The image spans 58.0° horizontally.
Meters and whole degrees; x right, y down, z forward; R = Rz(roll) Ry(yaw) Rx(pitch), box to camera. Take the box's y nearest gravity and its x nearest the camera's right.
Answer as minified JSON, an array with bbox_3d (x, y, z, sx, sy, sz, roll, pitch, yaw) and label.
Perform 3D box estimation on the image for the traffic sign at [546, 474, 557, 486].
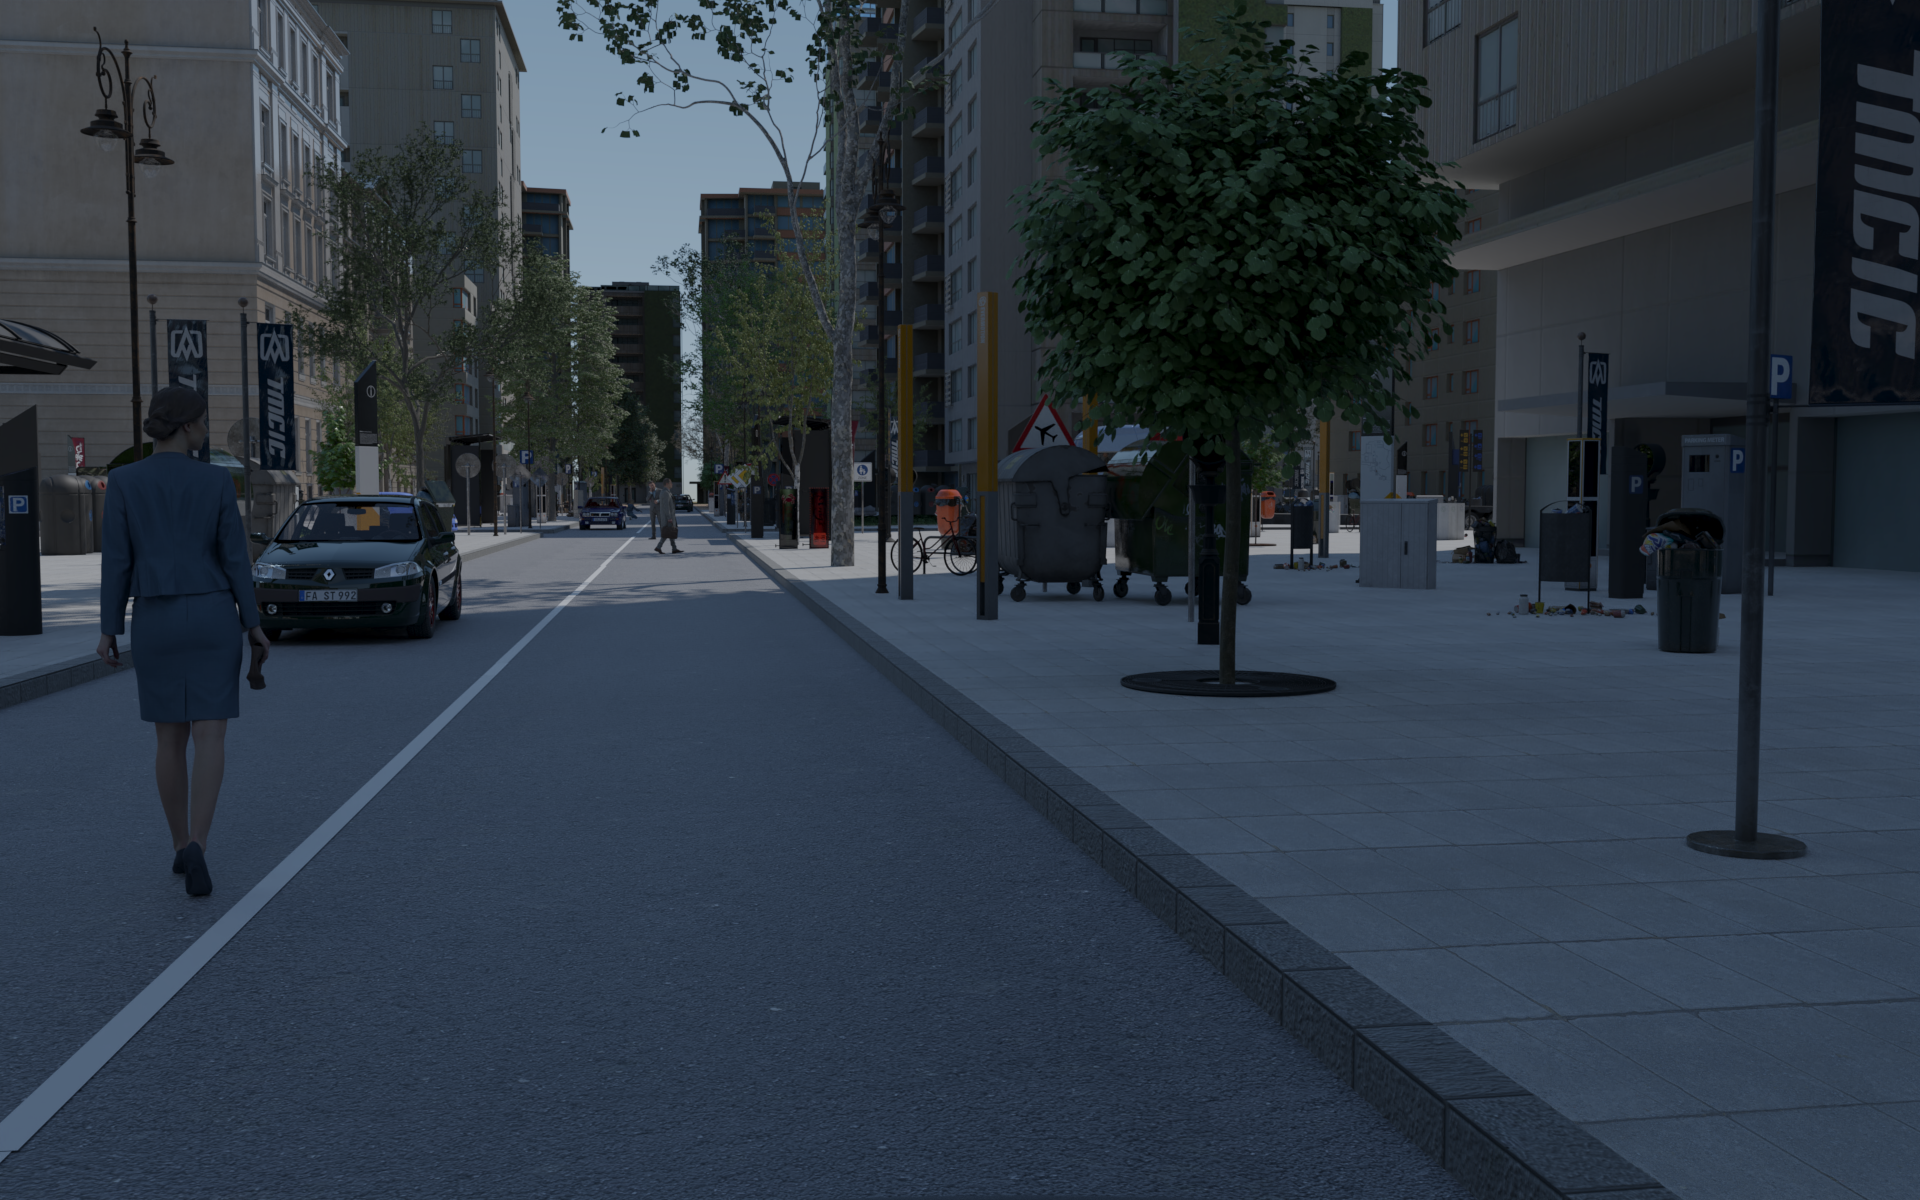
[{"bbox_3d":[-21.202,-5.361,89.783,0.606,2.300,0.079,0,4,-5],"label":"traffic sign"}]

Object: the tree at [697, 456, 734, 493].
[{"bbox_3d":[-20.751,-10.114,149.076,4.285,4.588,4.351,0,3,0],"label":"tree"}]

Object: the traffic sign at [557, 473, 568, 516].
[{"bbox_3d":[-23.657,-6.288,102.920,0.768,2.556,0.104,0,4,-3],"label":"traffic sign"}]

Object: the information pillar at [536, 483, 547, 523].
[{"bbox_3d":[-18.301,-4.356,75.712,0.304,2.012,0.304,2,4,26],"label":"information pillar"}]

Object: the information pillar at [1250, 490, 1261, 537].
[{"bbox_3d":[8.736,-2.868,51.385,0.304,2.012,0.304,-1,4,-11],"label":"information pillar"}]

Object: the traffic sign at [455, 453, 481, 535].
[{"bbox_3d":[-15.320,-3.293,53.955,0.768,2.556,0.104,0,4,-4],"label":"traffic sign"}]

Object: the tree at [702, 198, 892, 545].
[{"bbox_3d":[-4.202,-5.707,43.667,4.737,8.622,4.395,0,3,0],"label":"tree"}]

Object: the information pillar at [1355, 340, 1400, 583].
[{"bbox_3d":[5.952,-2.043,24.762,0.504,3.616,0.183,3,5,40],"label":"information pillar"}]

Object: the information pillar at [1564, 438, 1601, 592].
[{"bbox_3d":[8.232,-1.127,22.911,0.304,2.012,0.304,-1,4,-21],"label":"information pillar"}]

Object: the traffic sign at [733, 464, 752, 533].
[{"bbox_3d":[-7.115,-3.287,57.388,0.795,2.450,0.064,-1,4,-9],"label":"traffic sign"}]

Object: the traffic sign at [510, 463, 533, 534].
[{"bbox_3d":[-14.269,-3.218,56.250,0.795,2.450,0.064,-1,4,-9],"label":"traffic sign"}]

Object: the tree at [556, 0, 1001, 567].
[{"bbox_3d":[-1.461,-10.745,31.570,12.611,20.169,13.585,0,3,0],"label":"tree"}]

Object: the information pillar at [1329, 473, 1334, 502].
[{"bbox_3d":[12.681,-3.378,59.721,0.304,2.012,0.304,3,5,42],"label":"information pillar"}]

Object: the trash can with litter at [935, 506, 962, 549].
[{"bbox_3d":[-0.266,-1.775,40.404,0.624,1.170,1.055,0,3,0],"label":"trash can with litter"}]

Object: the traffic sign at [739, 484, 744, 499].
[{"bbox_3d":[-13.288,-6.356,106.054,0.606,2.300,0.079,0,4,-2],"label":"traffic sign"}]

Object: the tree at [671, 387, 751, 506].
[{"bbox_3d":[-27.529,-17.250,192.402,12.009,13.543,11.850,0,3,0],"label":"tree"}]

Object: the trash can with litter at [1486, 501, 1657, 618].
[{"bbox_3d":[6.803,-0.444,18.323,2.233,1.210,1.678,1,4,23],"label":"trash can with litter"}]

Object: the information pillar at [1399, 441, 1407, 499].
[{"bbox_3d":[19.525,-5.210,76.540,0.504,3.616,0.183,-1,4,-13],"label":"information pillar"}]

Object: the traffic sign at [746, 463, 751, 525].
[{"bbox_3d":[-8.590,-4.349,71.217,0.768,2.556,0.104,0,4,-3],"label":"traffic sign"}]

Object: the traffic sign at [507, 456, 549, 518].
[{"bbox_3d":[-23.027,-6.023,92.346,2.265,3.308,0.079,0,4,-3],"label":"traffic sign"}]

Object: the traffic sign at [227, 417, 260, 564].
[{"bbox_3d":[-11.749,-1.752,28.749,0.768,2.556,0.104,-1,4,-8],"label":"traffic sign"}]

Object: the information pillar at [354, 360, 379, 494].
[{"bbox_3d":[-10.331,-2.376,30.206,0.183,3.616,0.504,2,4,24],"label":"information pillar"}]

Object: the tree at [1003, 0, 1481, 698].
[{"bbox_3d":[1.755,-1.694,11.410,4.285,4.588,4.351,0,3,0],"label":"tree"}]

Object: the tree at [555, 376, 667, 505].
[{"bbox_3d":[-32.553,-14.918,160.922,9.611,12.733,9.660,0,3,0],"label":"tree"}]

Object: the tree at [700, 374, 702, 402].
[{"bbox_3d":[-11.123,-8.360,87.054,4.737,8.622,4.395,0,3,0],"label":"tree"}]

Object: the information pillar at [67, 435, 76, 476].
[{"bbox_3d":[-34.901,-4.700,68.207,0.504,3.616,0.183,1,4,18],"label":"information pillar"}]

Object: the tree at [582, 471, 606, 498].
[{"bbox_3d":[-28.026,-8.294,130.203,1.663,3.219,1.824,0,3,0],"label":"tree"}]

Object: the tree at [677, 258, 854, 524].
[{"bbox_3d":[-8.464,-9.169,75.668,9.928,11.665,9.643,0,3,0],"label":"tree"}]

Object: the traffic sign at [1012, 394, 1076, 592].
[{"bbox_3d":[1.110,-1.382,22.597,0.884,2.594,0.081,0,4,-6],"label":"traffic sign"}]

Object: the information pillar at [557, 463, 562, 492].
[{"bbox_3d":[-30.544,-8.616,132.223,0.504,3.616,0.183,2,4,33],"label":"information pillar"}]

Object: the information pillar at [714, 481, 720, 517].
[{"bbox_3d":[-13.878,-5.767,98.780,0.304,2.012,0.304,0,4,-4],"label":"information pillar"}]

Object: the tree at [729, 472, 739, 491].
[{"bbox_3d":[-17.740,-8.428,132.394,1.663,3.219,1.824,0,3,0],"label":"tree"}]

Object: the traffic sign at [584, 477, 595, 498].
[{"bbox_3d":[-27.301,-7.802,127.669,0.768,2.556,0.104,0,4,-2],"label":"traffic sign"}]

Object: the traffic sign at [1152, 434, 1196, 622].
[{"bbox_3d":[2.319,-1.058,17.305,0.884,2.594,0.081,0,4,-3],"label":"traffic sign"}]

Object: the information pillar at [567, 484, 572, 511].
[{"bbox_3d":[-28.825,-7.539,127.760,0.304,2.012,0.304,0,4,-6],"label":"information pillar"}]

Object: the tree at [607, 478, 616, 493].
[{"bbox_3d":[-36.065,-11.369,180.485,1.663,3.219,1.824,0,3,0],"label":"tree"}]

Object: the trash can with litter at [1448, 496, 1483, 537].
[{"bbox_3d":[14.653,-2.498,51.898,1.678,1.210,2.233,1,4,12],"label":"trash can with litter"}]

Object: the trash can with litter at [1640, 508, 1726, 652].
[{"bbox_3d":[5.992,-0.179,14.313,0.624,1.170,1.055,2,4,27],"label":"trash can with litter"}]

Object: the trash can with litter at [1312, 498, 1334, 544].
[{"bbox_3d":[9.140,-2.024,44.478,0.624,1.170,1.055,2,4,33],"label":"trash can with litter"}]

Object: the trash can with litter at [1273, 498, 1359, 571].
[{"bbox_3d":[6.229,-1.147,29.810,2.233,1.210,1.678,-3,4,-38],"label":"trash can with litter"}]

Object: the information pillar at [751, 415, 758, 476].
[{"bbox_3d":[-6.029,-3.646,50.959,0.183,3.616,0.504,0,4,8],"label":"information pillar"}]

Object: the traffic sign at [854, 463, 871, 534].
[{"bbox_3d":[-3.163,-3.303,56.135,0.606,2.300,0.079,-1,4,-9],"label":"traffic sign"}]

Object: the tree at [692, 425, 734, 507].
[{"bbox_3d":[-25.388,-13.797,175.948,4.360,8.622,3.978,0,3,0],"label":"tree"}]

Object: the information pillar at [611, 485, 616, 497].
[{"bbox_3d":[-27.558,-8.146,137.682,0.304,2.012,0.304,1,4,12],"label":"information pillar"}]

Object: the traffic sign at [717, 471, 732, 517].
[{"bbox_3d":[-12.899,-5.821,95.182,0.884,2.594,0.081,0,4,-6],"label":"traffic sign"}]

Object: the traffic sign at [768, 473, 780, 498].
[{"bbox_3d":[-11.540,-6.556,107.301,0.768,2.556,0.104,0,4,-6],"label":"traffic sign"}]

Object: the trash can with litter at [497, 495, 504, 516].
[{"bbox_3d":[-27.262,-5.553,101.854,1.678,1.210,2.233,-1,4,-15],"label":"trash can with litter"}]

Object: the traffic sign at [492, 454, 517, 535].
[{"bbox_3d":[-14.391,-3.341,54.727,0.768,2.556,0.104,0,4,-6],"label":"traffic sign"}]

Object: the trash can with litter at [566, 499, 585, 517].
[{"bbox_3d":[-21.643,-5.262,97.424,0.624,1.170,1.055,2,4,25],"label":"trash can with litter"}]
